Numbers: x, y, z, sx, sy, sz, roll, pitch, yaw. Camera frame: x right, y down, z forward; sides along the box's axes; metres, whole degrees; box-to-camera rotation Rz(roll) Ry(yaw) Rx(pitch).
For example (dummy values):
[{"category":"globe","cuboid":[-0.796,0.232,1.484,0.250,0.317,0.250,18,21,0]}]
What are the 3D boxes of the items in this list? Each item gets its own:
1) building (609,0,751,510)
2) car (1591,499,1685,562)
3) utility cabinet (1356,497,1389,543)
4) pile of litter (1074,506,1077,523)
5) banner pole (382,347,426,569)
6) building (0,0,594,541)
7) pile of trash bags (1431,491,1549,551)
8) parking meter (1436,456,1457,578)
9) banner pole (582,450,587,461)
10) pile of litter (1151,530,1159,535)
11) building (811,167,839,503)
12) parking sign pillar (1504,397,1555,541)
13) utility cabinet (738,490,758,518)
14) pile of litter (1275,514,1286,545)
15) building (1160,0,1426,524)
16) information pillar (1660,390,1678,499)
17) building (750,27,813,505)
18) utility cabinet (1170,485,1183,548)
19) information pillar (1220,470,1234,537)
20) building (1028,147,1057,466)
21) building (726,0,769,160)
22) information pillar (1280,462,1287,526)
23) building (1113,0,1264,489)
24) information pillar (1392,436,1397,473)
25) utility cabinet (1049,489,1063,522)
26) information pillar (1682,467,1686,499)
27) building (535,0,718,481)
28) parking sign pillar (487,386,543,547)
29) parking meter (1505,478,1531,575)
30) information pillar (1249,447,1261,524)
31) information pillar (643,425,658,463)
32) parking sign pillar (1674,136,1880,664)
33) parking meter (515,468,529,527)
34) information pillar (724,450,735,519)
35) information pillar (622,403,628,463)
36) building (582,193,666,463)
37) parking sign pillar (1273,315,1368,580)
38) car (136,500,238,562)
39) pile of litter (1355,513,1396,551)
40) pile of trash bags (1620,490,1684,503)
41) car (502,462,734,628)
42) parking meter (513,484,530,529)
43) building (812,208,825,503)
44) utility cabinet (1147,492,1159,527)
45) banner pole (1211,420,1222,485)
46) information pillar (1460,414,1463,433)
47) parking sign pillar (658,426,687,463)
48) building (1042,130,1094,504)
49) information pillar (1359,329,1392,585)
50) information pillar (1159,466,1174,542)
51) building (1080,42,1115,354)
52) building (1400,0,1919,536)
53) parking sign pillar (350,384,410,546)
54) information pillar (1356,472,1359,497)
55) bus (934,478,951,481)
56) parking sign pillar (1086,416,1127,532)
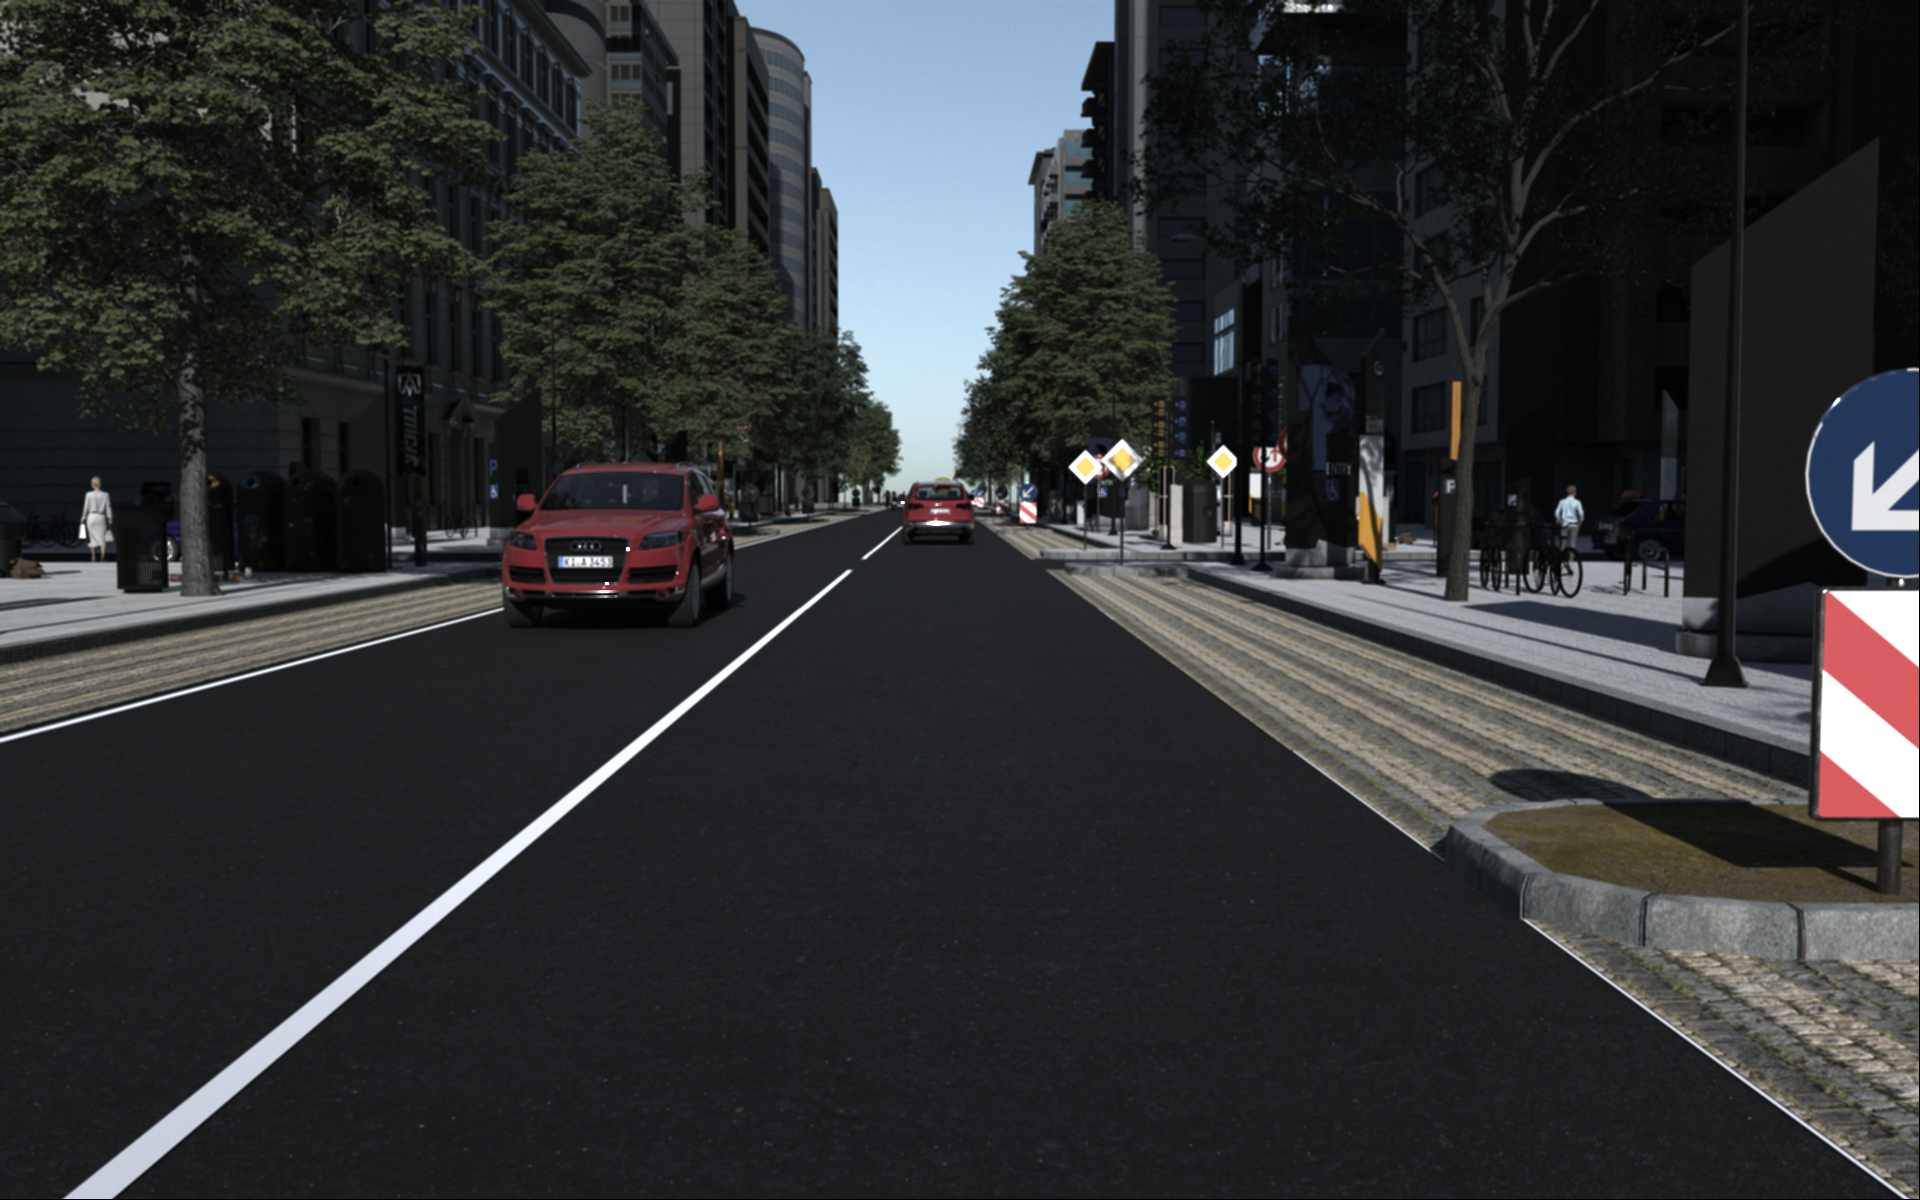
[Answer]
[{"category":"building","cuboid":[-28.533,-43.412,148.041,20.563,71.187,20.611,0,4,-1]},{"category":"car","cuboid":[15.130,-1.404,35.539,3.894,1.354,1.945,0,4,0]},{"category":"utility cabinet","cuboid":[9.767,-1.859,41.554,1.020,1.237,0.306,1,4,14]},{"category":"pile of litter","cuboid":[5.522,-3.788,75.897,1.176,0.858,1.719,2,4,25]},{"category":"banner pole","cuboid":[-9.580,-2.428,29.721,0.863,3.779,0.401,-1,4,-10]},{"category":"building","cuboid":[-26.701,-17.828,67.901,17.030,29.872,44.131,0,4,-1]},{"category":"pile of trash bags","cuboid":[12.132,-1.874,40.386,1.912,1.369,3.447,-1,4,-21]},{"category":"parking meter","cuboid":[7.550,-1.279,26.622,0.399,1.863,0.255,1,4,9]},{"category":"banner pole","cuboid":[-15.839,-5.082,73.103,0.401,3.779,0.863,0,4,6]},{"category":"pile of litter","cuboid":[6.507,-2.425,53.618,1.176,0.858,1.719,0,4,6]},{"category":"building","cuboid":[-29.548,-38.891,259.572,21.300,48.544,21.600,0,4,-1]},{"category":"parking sign pillar","cuboid":[15.888,-3.661,48.322,1.447,3.967,1.447,1,4,18]},{"category":"utility cabinet","cuboid":[-11.321,-5.131,92.574,1.173,1.500,0.318,3,4,36]},{"category":"pile of litter","cuboid":[8.545,-1.805,43.473,1.176,0.858,1.719,0,4,-4]},{"category":"building","cuboid":[23.236,-47.405,87.742,22.319,86.520,31.000,0,4,-1]},{"category":"information pillar","cuboid":[16.092,-2.935,39.347,0.504,3.616,0.183,-2,4,-34]},{"category":"building","cuboid":[-30.230,-41.393,218.767,21.231,58.520,28.212,0,4,-1]},{"category":"utility cabinet","cuboid":[5.166,-2.005,41.459,0.318,1.500,1.173,0,4,5]},{"category":"information pillar","cuboid":[8.038,-2.918,52.194,0.304,2.012,0.304,2,4,29]},{"category":"building","cuboid":[25.147,-40.982,259.285,28.713,52.752,27.495,0,4,-1]},{"category":"building","cuboid":[-30.391,-33.442,170.480,21.300,48.544,21.600,0,4,-1]},{"category":"information pillar","cuboid":[13.141,-4.780,69.511,0.504,3.616,0.183,3,4,38]},{"category":"building","cuboid":[22.870,-36.488,138.577,21.231,58.520,28.212,0,4,-1]},{"category":"information pillar","cuboid":[15.267,-4.298,61.622,0.504,3.616,0.183,-1,4,-16]},{"category":"utility cabinet","cuboid":[4.403,-4.248,78.140,0.318,1.500,1.173,2,4,28]},{"category":"information pillar","cuboid":[19.998,-2.628,47.452,0.304,2.012,0.304,-3,4,-37]},{"category":"building","cuboid":[-34.423,-26.552,126.011,32.217,40.220,23.993,0,4,-1]},{"category":"parking sign pillar","cuboid":[-10.978,-3.322,42.795,1.447,3.967,1.447,3,5,41]},{"category":"parking meter","cuboid":[8.908,-1.176,27.644,0.372,1.533,0.369,0,3,0]},{"category":"information pillar","cuboid":[11.944,-4.804,69.895,0.504,3.616,0.183,1,4,12]},{"category":"information pillar","cuboid":[-10.219,-4.021,57.100,0.504,3.616,0.183,-1,4,-14]},{"category":"parking sign pillar","cuboid":[6.460,-1.540,13.655,1.447,3.967,1.447,2,4,30]},{"category":"parking meter","cuboid":[-9.692,-1.995,38.333,0.255,1.863,0.399,-1,4,-21]},{"category":"information pillar","cuboid":[-11.708,-5.904,87.891,0.504,3.616,0.183,0,4,-3]},{"category":"information pillar","cuboid":[-8.706,-3.284,45.056,0.183,3.616,0.504,0,4,-5]},{"category":"building","cuboid":[-23.298,-14.393,99.956,10.561,19.102,19.286,0,4,-1]},{"category":"parking sign pillar","cuboid":[5.555,-2.329,26.557,1.447,3.967,1.447,-3,5,-44]},{"category":"car","cuboid":[-14.793,-1.402,35.501,3.894,1.354,1.945,0,4,-1]},{"category":"pile of litter","cuboid":[9.435,-1.579,39.780,1.176,0.858,1.719,0,4,8]},{"category":"pile of trash bags","cuboid":[16.784,-1.935,41.397,3.447,1.369,1.912,-3,5,-42]},{"category":"car","cuboid":[-3.865,-0.707,20.237,2.281,1.827,5.304,0,4,-1]},{"category":"parking meter","cuboid":[-10.353,-1.986,40.887,0.372,1.533,0.369,0,3,0]},{"category":"building","cuboid":[-26.428,-34.139,241.759,14.154,41.232,14.086,0,4,-1]},{"category":"utility cabinet","cuboid":[7.142,-3.597,67.487,1.173,1.500,0.318,3,4,36]},{"category":"banner pole","cuboid":[8.669,-4.205,58.773,0.401,3.779,0.863,-1,4,-21]},{"category":"information pillar","cuboid":[14.697,-3.655,51.107,0.183,3.616,0.504,-1,4,-19]},{"category":"parking sign pillar","cuboid":[-10.737,-4.708,65.442,1.447,3.967,1.447,1,4,13]},{"category":"building","cuboid":[22.367,-37.286,229.238,23.786,49.044,30.456,0,4,-1]},{"category":"information pillar","cuboid":[5.840,-2.029,24.532,0.504,3.616,0.183,-3,5,-43]},{"category":"information pillar","cuboid":[5.487,-2.542,46.054,0.304,2.012,0.304,-1,4,-23]},{"category":"building","cuboid":[23.140,-31.385,167.770,22.147,44.769,28.867,0,4,-1]},{"category":"building","cuboid":[23.051,-17.374,55.774,14.107,30.474,14.160,0,4,-1]},{"category":"parking sign pillar","cuboid":[-14.428,-3.331,42.935,1.447,3.967,1.447,1,4,20]},{"category":"information pillar","cuboid":[13.204,-3.288,58.247,0.304,2.012,0.304,-1,4,-9]},{"category":"bus","cuboid":[-2.571,-16.354,258.933,2.896,3.916,12.252,0,4,0]},{"category":"parking sign pillar","cuboid":[4.985,-4.328,59.234,1.447,3.967,1.447,2,4,34]}]
